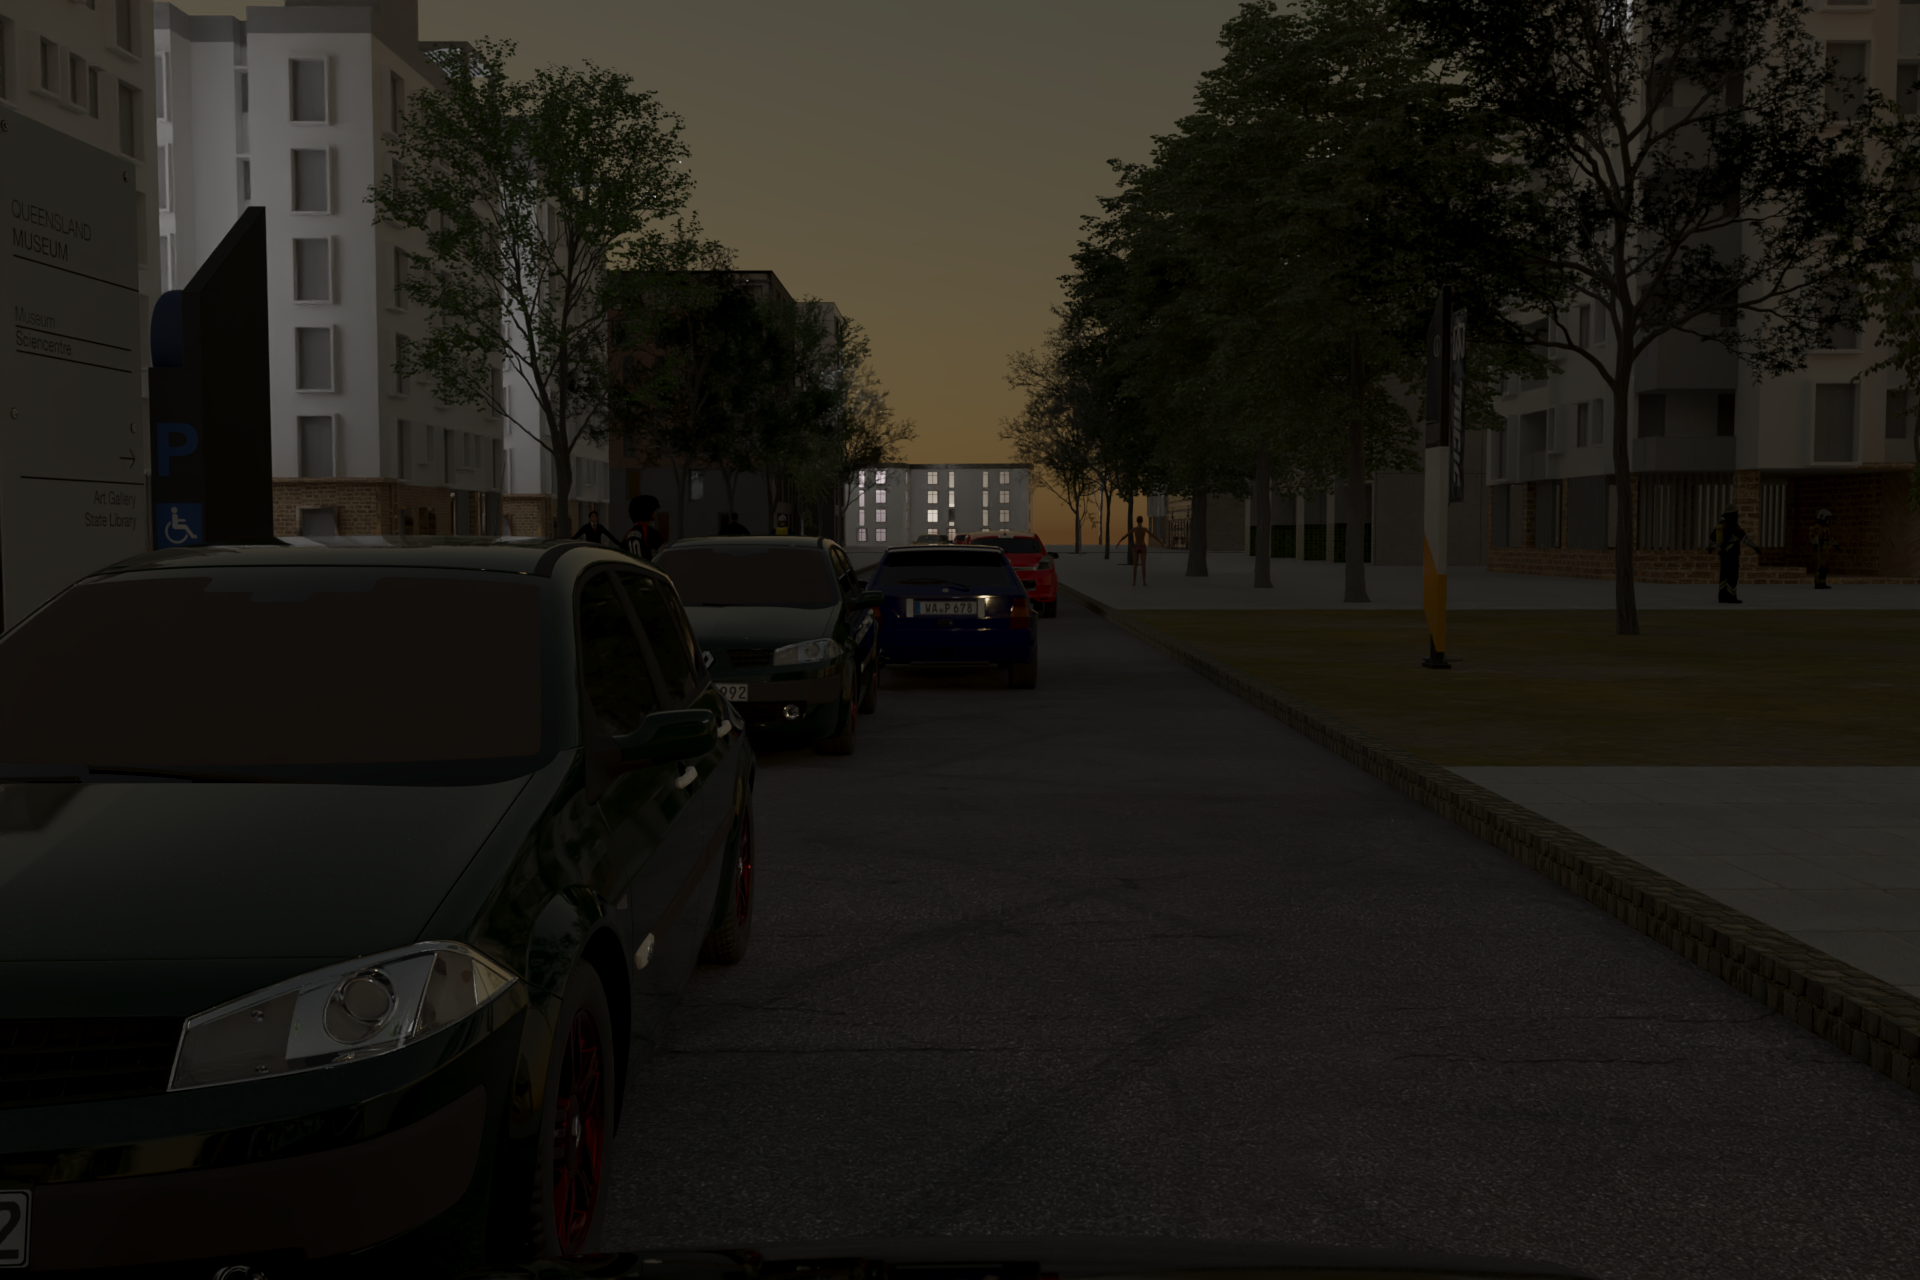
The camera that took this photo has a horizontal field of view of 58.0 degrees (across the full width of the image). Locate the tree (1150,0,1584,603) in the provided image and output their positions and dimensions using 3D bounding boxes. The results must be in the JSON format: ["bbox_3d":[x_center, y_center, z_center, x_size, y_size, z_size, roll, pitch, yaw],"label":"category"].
[{"bbox_3d":[7.338,-6.948,31.731,7.486,12.596,7.792,0,3,0],"label":"tree"}]

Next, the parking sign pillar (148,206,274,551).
[{"bbox_3d":[-5.902,-1.543,13.694,1.447,3.967,1.447,0,3,0],"label":"parking sign pillar"}]

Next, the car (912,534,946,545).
[{"bbox_3d":[-1.802,-5.593,101.662,2.015,1.641,3.980,0,4,0],"label":"car"}]

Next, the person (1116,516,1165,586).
[{"bbox_3d":[4.450,-2.202,42.812,1.217,1.733,0.721,1,4,11],"label":"person"}]

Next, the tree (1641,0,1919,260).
[{"bbox_3d":[7.236,-4.591,9.481,8.767,10.594,7.601,3,5,40],"label":"tree"}]

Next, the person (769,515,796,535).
[{"bbox_3d":[-4.556,-2.335,44.638,1.216,1.772,0.721,0,4,5],"label":"person"}]

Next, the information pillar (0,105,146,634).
[{"bbox_3d":[-5.319,-1.160,10.277,0.184,3.620,1.656,0,4,1],"label":"information pillar"}]

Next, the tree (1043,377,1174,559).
[{"bbox_3d":[7.740,-9.357,87.406,7.601,10.594,8.767,-2,4,-28],"label":"tree"}]

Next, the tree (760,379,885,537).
[{"bbox_3d":[-8.121,-10.317,103.103,8.767,10.594,7.601,1,4,21],"label":"tree"}]

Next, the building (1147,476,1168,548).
[{"bbox_3d":[23.583,-19.156,169.617,16.016,20.090,11.380,0,4,0],"label":"building"}]

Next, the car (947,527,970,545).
[{"bbox_3d":[0.411,-4.840,88.169,2.155,1.783,4.494,0,4,0],"label":"car"}]

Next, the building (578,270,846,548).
[{"bbox_3d":[-25.012,-18.756,150.634,27.936,21.610,32.646,0,4,0],"label":"building"}]

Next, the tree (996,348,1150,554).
[{"bbox_3d":[7.448,-12.278,111.119,12.009,13.543,11.850,0,3,0],"label":"tree"}]

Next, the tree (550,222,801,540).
[{"bbox_3d":[-8.711,-7.235,52.707,8.767,10.594,7.601,0,4,6],"label":"tree"}]

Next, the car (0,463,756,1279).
[{"bbox_3d":[-1.550,0.329,4.411,2.009,1.686,4.222,0,4,0],"label":"car"}]

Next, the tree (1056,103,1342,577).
[{"bbox_3d":[7.166,-8.907,52.280,9.857,13.997,8.962,0,3,0],"label":"tree"}]

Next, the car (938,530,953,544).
[{"bbox_3d":[-1.466,-6.472,115.597,2.009,1.686,4.222,0,4,0],"label":"car"}]

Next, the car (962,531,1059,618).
[{"bbox_3d":[0.740,-1.351,31.137,2.155,1.783,4.494,0,4,-1],"label":"car"}]

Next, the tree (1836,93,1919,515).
[{"bbox_3d":[15.381,-4.677,26.827,4.737,8.622,4.395,0,3,0],"label":"tree"}]

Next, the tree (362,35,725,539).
[{"bbox_3d":[-8.523,-6.787,36.726,9.928,11.665,9.643,0,3,0],"label":"tree"}]

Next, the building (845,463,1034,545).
[{"bbox_3d":[-5.758,-15.898,204.539,28.070,9.664,9.099,1,4,10],"label":"building"}]

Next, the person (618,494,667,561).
[{"bbox_3d":[-3.145,-0.544,17.502,1.345,1.843,0.704,3,5,43],"label":"person"}]

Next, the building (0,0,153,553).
[{"bbox_3d":[-27.713,-10.980,35.943,16.016,20.090,11.380,0,4,1],"label":"building"}]

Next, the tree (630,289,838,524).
[{"bbox_3d":[-8.200,-7.887,63.362,8.767,10.594,7.601,1,4,15],"label":"tree"}]

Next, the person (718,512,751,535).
[{"bbox_3d":[-5.388,-2.162,41.569,1.346,1.802,0.704,1,4,9],"label":"person"}]

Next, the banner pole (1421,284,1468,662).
[{"bbox_3d":[4.900,-1.666,17.255,0.401,3.779,0.863,0,4,-1],"label":"banner pole"}]

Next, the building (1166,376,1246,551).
[{"bbox_3d":[26.875,-18.827,138.750,19.493,23.208,18.063,0,4,0],"label":"building"}]

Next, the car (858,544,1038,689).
[{"bbox_3d":[-0.172,-0.292,17.357,1.945,1.354,3.894,0,4,-1],"label":"car"}]

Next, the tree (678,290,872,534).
[{"bbox_3d":[-7.819,-8.995,72.831,9.928,11.665,9.643,0,3,0],"label":"tree"}]

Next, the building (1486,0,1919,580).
[{"bbox_3d":[22.838,-12.237,56.497,16.016,20.090,11.380,0,4,0],"label":"building"}]

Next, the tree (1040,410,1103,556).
[{"bbox_3d":[7.052,-9.124,99.539,4.360,8.622,3.978,0,3,0],"label":"tree"}]

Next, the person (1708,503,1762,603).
[{"bbox_3d":[14.299,-1.611,32.124,0.705,1.856,1.354,-1,4,-16],"label":"person"}]

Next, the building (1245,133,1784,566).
[{"bbox_3d":[25.018,-13.363,84.938,16.747,18.905,31.486,0,3,0],"label":"building"}]

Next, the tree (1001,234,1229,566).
[{"bbox_3d":[6.900,-9.811,70.780,12.009,13.543,11.850,0,3,0],"label":"tree"}]

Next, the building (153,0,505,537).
[{"bbox_3d":[-23.456,-12.284,57.258,16.016,20.090,11.380,0,4,0],"label":"building"}]

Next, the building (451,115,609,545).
[{"bbox_3d":[-23.825,-13.658,79.730,16.016,20.090,11.380,0,4,1],"label":"building"}]

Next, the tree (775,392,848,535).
[{"bbox_3d":[-7.819,-8.437,88.309,4.737,8.622,4.395,0,3,0],"label":"tree"}]

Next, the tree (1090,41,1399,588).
[{"bbox_3d":[6.804,-7.502,40.786,7.486,12.596,7.792,0,3,0],"label":"tree"}]

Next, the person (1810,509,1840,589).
[{"bbox_3d":[20.121,-2.115,40.346,1.354,1.858,0.705,-3,5,-42],"label":"person"}]

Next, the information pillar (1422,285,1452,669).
[{"bbox_3d":[4.568,-1.543,16.588,0.183,3.616,0.504,0,4,-2],"label":"information pillar"}]

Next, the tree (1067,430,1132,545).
[{"bbox_3d":[17.511,-21.443,206.478,12.611,20.169,13.585,0,3,0],"label":"tree"}]

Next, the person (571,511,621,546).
[{"bbox_3d":[-8.330,-2.034,39.436,1.347,1.806,0.705,-2,4,-24],"label":"person"}]

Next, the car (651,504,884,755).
[{"bbox_3d":[-1.523,-0.163,12.450,2.009,1.686,4.222,0,4,0],"label":"car"}]

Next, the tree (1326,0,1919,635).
[{"bbox_3d":[8.207,-5.352,21.917,7.601,10.594,8.767,1,4,11],"label":"tree"}]

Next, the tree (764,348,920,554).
[{"bbox_3d":[-7.766,-12.434,113.667,12.009,13.543,11.850,0,3,0],"label":"tree"}]
